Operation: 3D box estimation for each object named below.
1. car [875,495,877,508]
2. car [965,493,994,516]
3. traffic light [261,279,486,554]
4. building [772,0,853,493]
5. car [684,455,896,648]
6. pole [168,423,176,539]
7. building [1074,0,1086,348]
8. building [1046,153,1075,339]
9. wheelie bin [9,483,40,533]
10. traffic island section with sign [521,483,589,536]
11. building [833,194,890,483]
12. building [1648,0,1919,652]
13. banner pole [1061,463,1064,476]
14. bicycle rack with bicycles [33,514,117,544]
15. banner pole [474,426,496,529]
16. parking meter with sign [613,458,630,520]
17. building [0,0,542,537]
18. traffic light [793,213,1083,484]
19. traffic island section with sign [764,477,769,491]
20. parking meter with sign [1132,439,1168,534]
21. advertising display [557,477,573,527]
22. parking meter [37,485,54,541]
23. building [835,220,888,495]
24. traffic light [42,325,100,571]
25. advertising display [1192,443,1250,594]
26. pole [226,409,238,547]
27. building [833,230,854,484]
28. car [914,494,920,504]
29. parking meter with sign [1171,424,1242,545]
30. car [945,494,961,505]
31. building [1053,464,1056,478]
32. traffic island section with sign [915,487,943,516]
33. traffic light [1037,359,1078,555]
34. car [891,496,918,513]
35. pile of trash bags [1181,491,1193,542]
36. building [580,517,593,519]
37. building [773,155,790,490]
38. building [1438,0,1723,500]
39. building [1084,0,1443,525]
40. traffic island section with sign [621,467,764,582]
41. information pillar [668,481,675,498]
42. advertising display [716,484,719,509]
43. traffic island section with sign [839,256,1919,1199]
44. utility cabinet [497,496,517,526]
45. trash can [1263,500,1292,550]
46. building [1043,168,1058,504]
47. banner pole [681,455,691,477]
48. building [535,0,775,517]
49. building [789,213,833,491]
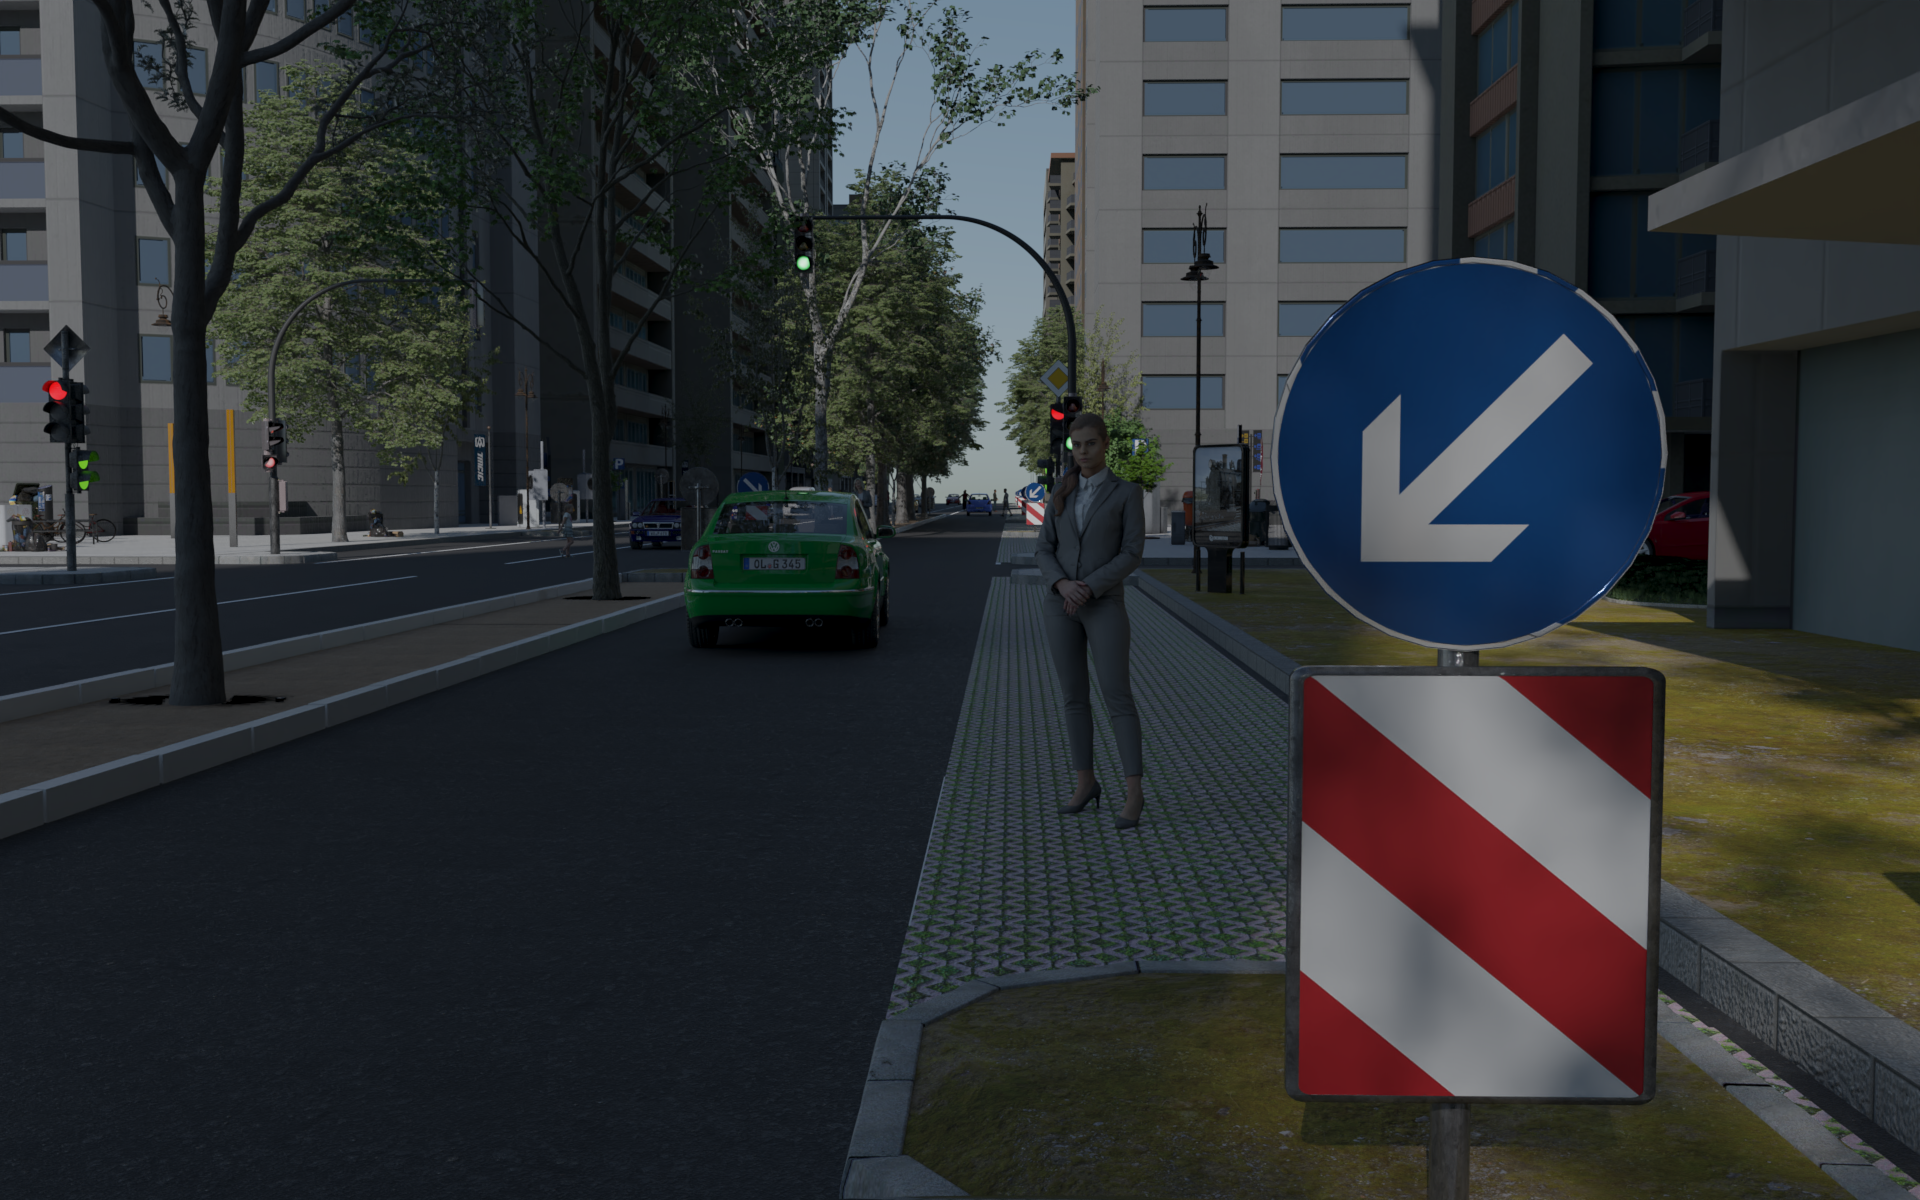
[{"bbox_3d":[-7.789,-9.014,159.746,2.083,1.381,4.827,0,4,4],"label":"car"},{"bbox_3d":[1.271,-6.419,114.539,1.945,1.707,3.694,0,4,1],"label":"car"},{"bbox_3d":[-12.471,-3.796,36.738,4.771,5.953,1.251,0,4,2],"label":"traffic light"},{"bbox_3d":[-23.528,-46.942,205.752,20.563,71.187,20.611,0,4,2],"label":"building"},{"bbox_3d":[-1.648,-0.535,17.541,1.959,1.807,4.718,0,3,0],"label":"car"},{"bbox_3d":[-22.695,-3.432,49.965,0.158,3.312,0.155,0,3,0],"label":"pole"},{"bbox_3d":[15.552,-29.138,126.509,14.600,45.320,14.200,0,4,2],"label":"building"},{"bbox_3d":[22.086,-34.487,218.494,22.147,44.769,28.867,0,4,2],"label":"building"},{"bbox_3d":[-26.460,-2.530,49.271,0.693,1.594,0.980,3,4,38],"label":"wheelie bin"},{"bbox_3d":[-13.920,-3.130,59.796,1.989,1.847,2.006,0,4,2],"label":"traffic island section with sign"},{"bbox_3d":[-18.059,-37.432,262.121,14.600,45.320,14.200,0,4,2],"label":"building"},{"bbox_3d":[17.881,-25.276,2.498,28.713,52.752,27.495,0,4,2],"label":"building"},{"bbox_3d":[5.342,-6.165,90.822,0.401,3.779,0.863,-1,4,-10],"label":"banner pole"},{"bbox_3d":[-23.408,-1.908,44.576,2.925,0.926,2.852,-1,4,-22],"label":"bicycle rack with bicycles"},{"bbox_3d":[-17.510,-4.510,63.755,0.401,3.779,0.863,3,5,44],"label":"banner pole"},{"bbox_3d":[-16.528,-5.420,84.878,0.543,3.016,1.738,0,3,0],"label":"parking meter with sign"},{"bbox_3d":[-30.099,-31.932,64.086,21.231,58.520,28.212,0,4,2],"label":"building"},{"bbox_3d":[-0.293,-3.276,28.224,4.771,5.953,1.251,0,4,2],"label":"traffic light"},{"bbox_3d":[-4.226,-1.719,36.246,2.006,1.907,1.989,0,4,2],"label":"traffic island section with sign"},{"bbox_3d":[6.122,-3.619,55.424,0.543,3.016,1.738,2,4,30],"label":"parking meter with sign"},{"bbox_3d":[-15.439,-3.827,67.777,0.123,1.923,0.974,1,4,18],"label":"advertising display"},{"bbox_3d":[-24.988,-2.380,47.328,0.372,1.533,0.369,0,3,0],"label":"parking meter"},{"bbox_3d":[-17.797,-34.527,248.115,14.154,41.232,14.086,0,4,2],"label":"building"},{"bbox_3d":[-14.804,-2.438,28.784,0.839,4.253,0.868,0,4,2],"label":"traffic light"},{"bbox_3d":[3.377,-1.055,22.461,0.123,1.923,0.974,-2,4,-33],"label":"advertising display"},{"bbox_3d":[-17.591,-2.937,41.857,0.158,3.312,0.155,0,3,0],"label":"pole"},{"bbox_3d":[-28.365,-32.858,229.112,32.217,40.220,23.993,0,4,2],"label":"building"},{"bbox_3d":[-6.001,-13.347,228.006,2.009,1.686,4.222,0,4,0],"label":"car"},{"bbox_3d":[6.199,-2.898,43.635,1.738,3.016,0.543,0,4,5],"label":"parking meter with sign"},{"bbox_3d":[-0.840,-13.250,225.672,2.155,1.783,4.494,0,4,4],"label":"car"},{"bbox_3d":[20.752,-52.363,168.804,22.319,86.520,31.000,0,4,2],"label":"building"},{"bbox_3d":[-1.981,-6.313,111.352,2.006,1.907,1.989,0,4,2],"label":"traffic island section with sign"},{"bbox_3d":[2.040,-2.897,36.285,0.839,4.253,0.868,0,4,2],"label":"traffic light"},{"bbox_3d":[-4.103,-7.349,130.376,2.015,1.641,3.980,0,4,3],"label":"car"},{"bbox_3d":[6.803,-2.257,46.659,1.912,1.369,3.447,2,4,30],"label":"pile of trash bags"},{"bbox_3d":[-28.794,-28.961,97.211,21.300,48.544,21.600,0,4,2],"label":"building"},{"bbox_3d":[-22.152,-22.598,141.173,14.160,30.474,14.107,0,4,2],"label":"building"},{"bbox_3d":[27.199,-24.049,47.821,28.867,44.769,22.147,0,4,2],"label":"building"},{"bbox_3d":[16.649,-33.153,84.048,21.231,58.520,28.212,0,4,2],"label":"building"},{"bbox_3d":[-4.457,-1.266,28.843,2.006,1.907,1.989,0,4,2],"label":"traffic island section with sign"},{"bbox_3d":[-16.100,-5.643,96.756,0.304,2.012,0.304,0,4,5],"label":"information pillar"},{"bbox_3d":[-15.502,-6.455,110.760,0.123,1.923,0.974,0,4,-6],"label":"advertising display"},{"bbox_3d":[0.775,0.301,3.705,1.989,1.847,2.006,0,4,2],"label":"traffic island section with sign"},{"bbox_3d":[-18.248,-3.621,70.372,1.020,1.237,0.306,-2,4,-26],"label":"utility cabinet"},{"bbox_3d":[7.329,-1.721,39.795,0.748,1.137,0.748,0,3,0],"label":"trash can"},{"bbox_3d":[22.559,-37.955,244.262,21.300,48.544,21.600,0,4,2],"label":"building"},{"bbox_3d":[-17.620,-7.459,111.970,0.863,3.779,0.401,1,4,10],"label":"banner pole"},{"bbox_3d":[-25.283,-30.519,122.687,21.300,48.544,21.600,0,4,2],"label":"building"},{"bbox_3d":[-20.782,-24.769,176.679,14.160,30.474,14.107,0,4,2],"label":"building"}]
